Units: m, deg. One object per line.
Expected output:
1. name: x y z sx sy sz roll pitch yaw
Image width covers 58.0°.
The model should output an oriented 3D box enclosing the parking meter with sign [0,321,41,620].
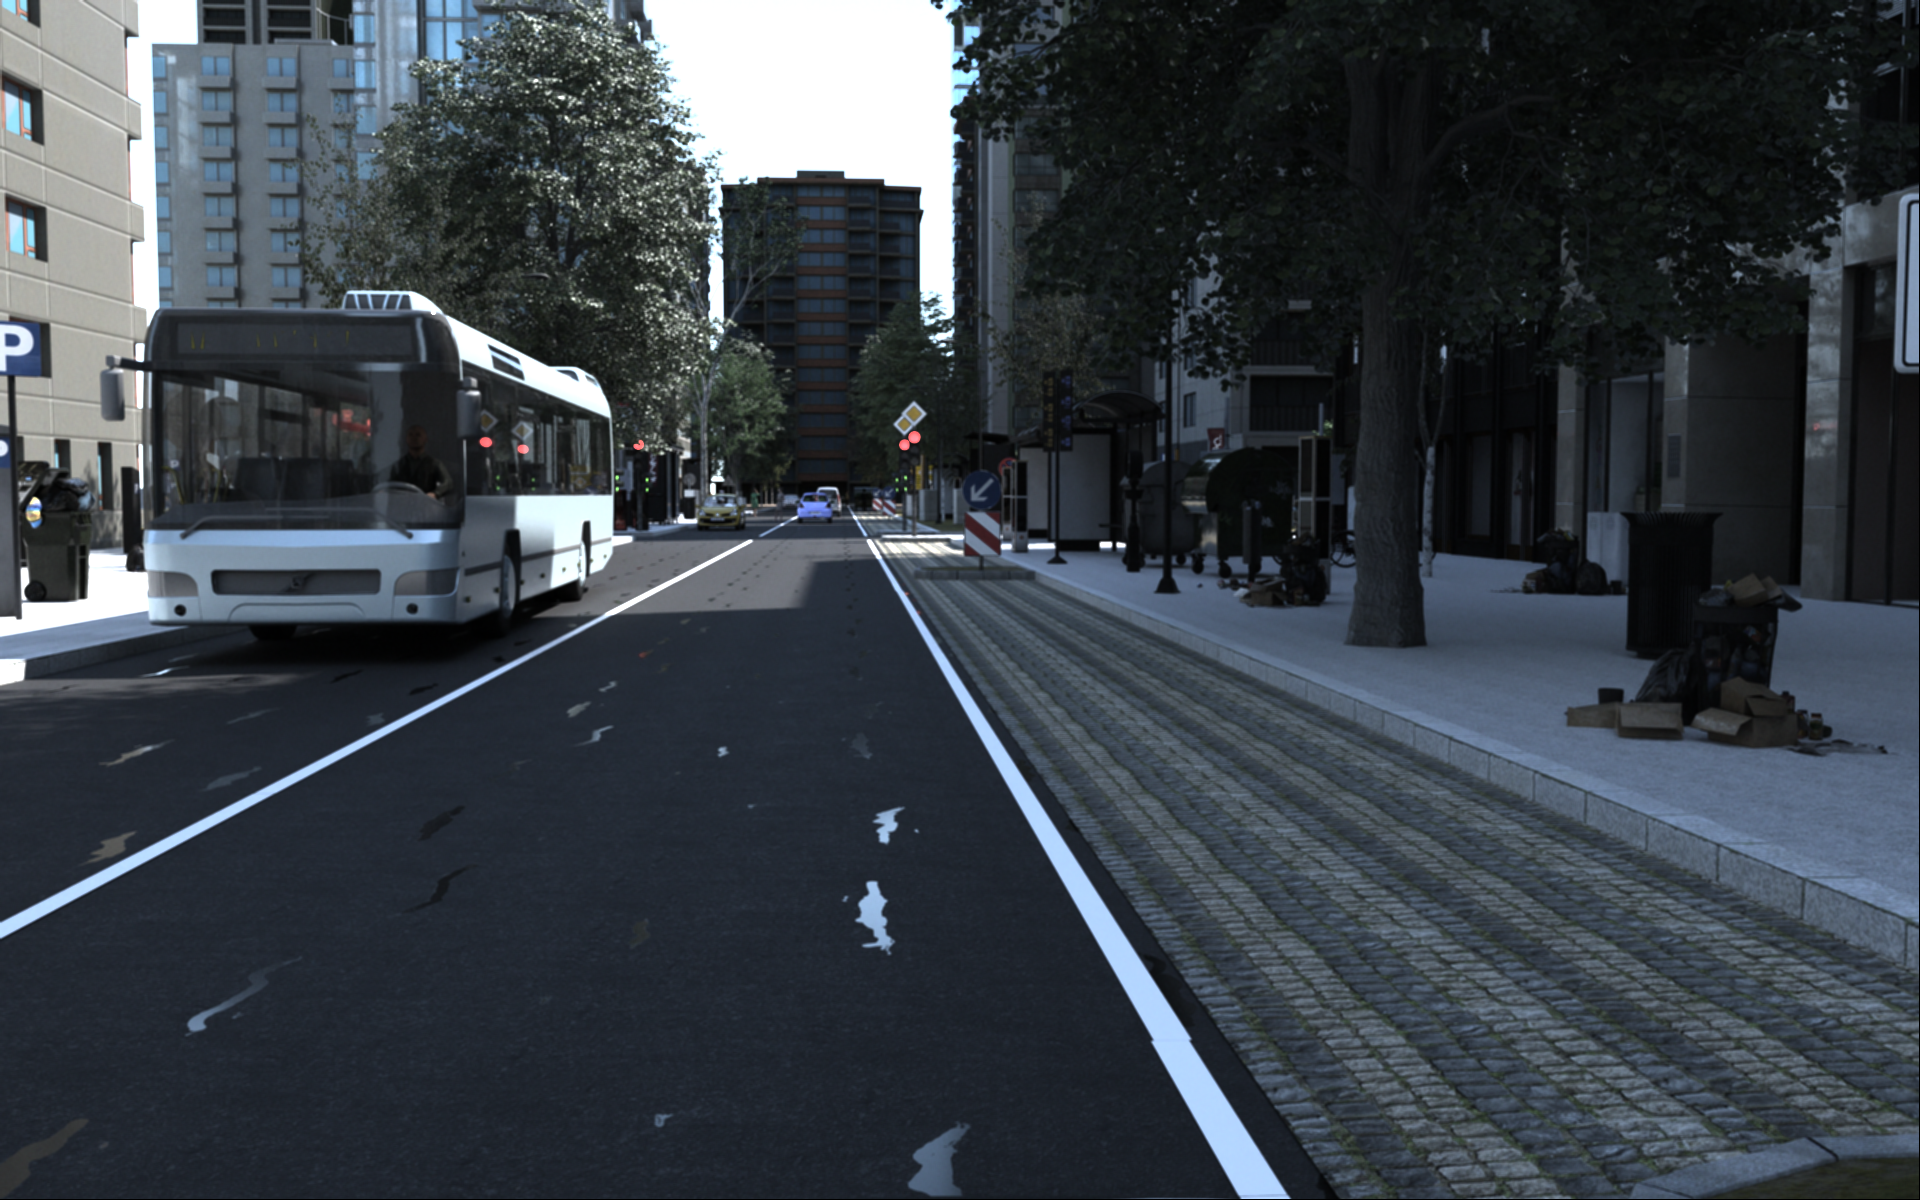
1. parking meter with sign: -10.177 -1.338 18.141 1.738 3.016 0.543 3 5 45

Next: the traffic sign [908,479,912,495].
1. traffic sign: -3.180 -6.570 107.529 0.768 2.556 0.104 0 4 3

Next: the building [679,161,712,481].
1. building: -40.819 -35.551 231.363 14.200 45.320 14.600 0 4 -4

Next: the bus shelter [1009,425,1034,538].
1. bus shelter: 2.603 -3.293 47.758 2.014 3.302 5.546 0 4 -4

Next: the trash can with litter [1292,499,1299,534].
1. trash can with litter: 8.760 -1.944 43.169 1.055 1.170 0.624 -2 4 -31

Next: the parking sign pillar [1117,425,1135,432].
1. parking sign pillar: 5.180 -3.890 52.076 1.447 3.967 1.447 2 4 29

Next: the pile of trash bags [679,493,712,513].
1. pile of trash bags: -18.230 -6.705 119.384 3.447 1.369 1.912 3 5 39

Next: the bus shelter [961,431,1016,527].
1. bus shelter: 1.102 -4.668 67.597 1.731 3.624 6.357 0 4 -4

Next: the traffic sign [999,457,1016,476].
1. traffic sign: 1.722 -3.667 60.060 0.768 2.556 0.104 0 4 4

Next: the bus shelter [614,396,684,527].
1. bus shelter: -12.916 -5.764 71.865 2.179 5.291 8.768 0 4 -4

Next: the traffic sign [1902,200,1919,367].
1. traffic sign: 3.511 -0.235 5.974 0.606 2.300 0.079 0 4 5

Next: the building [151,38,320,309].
1. building: -68.836 -34.616 185.583 30.456 49.044 23.786 0 4 -4

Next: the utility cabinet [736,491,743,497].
1. utility cabinet: -16.878 -7.535 131.880 0.318 1.500 1.173 1 4 10

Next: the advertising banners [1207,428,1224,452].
1. advertising banners: 7.460 -3.014 45.472 2.074 3.025 0.090 2 4 28

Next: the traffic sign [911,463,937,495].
1. traffic sign: -2.293 -7.119 110.272 2.265 3.308 0.079 0 4 3

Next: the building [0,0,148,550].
1. building: -33.675 -11.192 28.027 28.899 21.520 27.650 0 4 -4

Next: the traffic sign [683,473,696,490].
1. traffic sign: -16.549 -6.479 106.039 0.768 2.556 0.104 0 4 -3

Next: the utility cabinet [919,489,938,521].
1. utility cabinet: -1.469 -4.473 81.815 0.318 1.500 1.173 2 4 32

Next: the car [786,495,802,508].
1. car: -16.879 -10.039 176.720 1.945 1.354 3.894 0 4 -4

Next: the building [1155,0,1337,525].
1. building: 20.960 -39.171 78.705 20.611 71.187 20.563 0 4 -4

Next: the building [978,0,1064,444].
1. building: 12.223 -37.841 160.702 21.231 58.520 28.212 0 4 -4

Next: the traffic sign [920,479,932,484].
1. traffic sign: -2.138 -6.646 109.852 0.795 2.450 0.064 0 4 2

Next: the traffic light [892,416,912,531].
1. traffic light: -1.949 -4.355 60.130 0.839 4.253 0.868 0 4 -4

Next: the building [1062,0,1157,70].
1. building: 12.535 -20.046 99.446 14.160 30.474 14.107 0 4 -4

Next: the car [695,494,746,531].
1. car: -9.540 -3.613 69.289 2.015 1.641 3.980 0 4 -3

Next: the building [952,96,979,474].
1. building: 10.586 -32.724 189.664 22.147 44.769 28.867 0 4 -4

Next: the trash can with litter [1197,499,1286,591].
1. trash can with litter: 4.098 -0.777 23.769 1.678 1.210 2.233 0 4 7

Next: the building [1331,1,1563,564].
1. building: 16.381 -12.690 37.156 12.332 23.373 15.834 0 4 -4

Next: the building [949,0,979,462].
1. building: 10.389 -56.548 237.230 31.000 86.520 22.319 0 4 -4

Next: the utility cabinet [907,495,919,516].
1. utility cabinet: -2.740 -5.489 100.902 0.306 1.237 1.020 -2 4 -35

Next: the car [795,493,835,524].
1. car: -7.152 -4.635 85.371 1.945 1.707 3.694 0 4 -5

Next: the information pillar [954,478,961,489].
1. information pillar: -0.097 -4.476 77.676 0.304 2.012 0.304 0 4 5

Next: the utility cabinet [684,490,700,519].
1. utility cabinet: -13.717 -4.893 88.676 0.318 1.500 1.173 -2 4 -34

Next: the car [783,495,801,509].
1. car: -16.592 -9.642 170.016 2.083 1.381 4.827 0 4 -4

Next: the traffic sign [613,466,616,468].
1. traffic sign: -13.478 -4.038 66.132 0.768 2.556 0.104 0 4 0

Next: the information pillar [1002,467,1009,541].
1. information pillar: 1.351 -2.612 47.203 0.304 2.012 0.304 2 4 28

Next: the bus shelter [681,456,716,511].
1. bus shelter: -16.600 -7.281 110.333 1.731 3.624 6.357 0 4 -4

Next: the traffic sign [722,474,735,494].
1. traffic sign: -15.097 -6.906 112.922 0.884 2.594 0.081 0 4 -2

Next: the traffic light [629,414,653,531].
1. traffic light: -10.988 -4.316 59.495 0.839 4.253 0.868 0 4 -4

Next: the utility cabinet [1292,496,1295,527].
1. utility cabinet: 12.776 -3.498 68.352 0.306 1.237 1.020 -2 4 -25

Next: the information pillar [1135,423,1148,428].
1. information pillar: 5.022 -3.466 48.017 0.183 3.616 0.504 -2 4 -33

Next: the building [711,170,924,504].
1. building: -19.608 -35.608 236.816 28.867 44.769 22.147 0 4 -4

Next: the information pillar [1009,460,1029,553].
1. information pillar: 1.314 -2.048 37.979 0.304 2.012 0.304 -1 4 -14

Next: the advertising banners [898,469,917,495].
1. advertising banners: -2.913 -6.875 108.591 2.074 3.025 0.090 1 4 13

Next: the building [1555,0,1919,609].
1. building: 20.606 -12.670 11.667 19.350 26.468 34.151 0 4 -4

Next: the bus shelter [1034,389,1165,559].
1. bus shelter: 2.923 -2.594 36.330 2.014 3.302 5.546 0 4 -4

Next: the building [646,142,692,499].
1. building: -40.980 -30.113 184.221 23.993 40.220 32.217 0 4 -4

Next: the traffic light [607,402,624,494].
1. traffic light: -10.440 -3.829 51.528 0.839 4.253 0.868 0 4 -4

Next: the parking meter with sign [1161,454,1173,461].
1. parking meter with sign: 8.907 -4.837 75.347 0.543 3.016 1.738 0 4 1

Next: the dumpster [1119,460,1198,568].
1. dumpster: 3.570 -1.519 30.592 1.264 1.857 1.865 0 4 -4

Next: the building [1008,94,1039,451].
1. building: 10.367 -21.861 129.136 14.160 30.474 14.107 0 4 -4

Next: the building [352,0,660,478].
1. building: -37.773 -32.291 147.563 23.786 49.044 30.456 0 4 -4

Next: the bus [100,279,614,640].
1. bus: -6.003 -1.534 19.946 2.948 3.499 13.247 0 4 -5

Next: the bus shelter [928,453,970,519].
1. bus shelter: -0.500 -5.705 87.198 2.014 3.302 5.546 0 4 -4

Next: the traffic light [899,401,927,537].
1. traffic light: -1.401 -3.868 52.164 0.839 4.253 0.868 0 4 -4

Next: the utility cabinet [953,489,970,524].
1. utility cabinet: 0.299 -3.921 72.791 1.173 1.500 0.318 -2 4 -31

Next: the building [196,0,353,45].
1. building: -87.274 -48.443 230.287 20.611 71.187 20.563 0 4 -4

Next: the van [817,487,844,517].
1. van: -8.342 -6.259 109.344 2.013 2.044 4.112 0 4 -4

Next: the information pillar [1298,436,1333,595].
1. information pillar: 4.533 -1.078 22.121 0.304 2.012 0.304 -2 4 -29

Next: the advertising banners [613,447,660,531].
1. advertising banners: -12.082 -4.187 64.644 2.074 3.025 0.090 1 4 22
